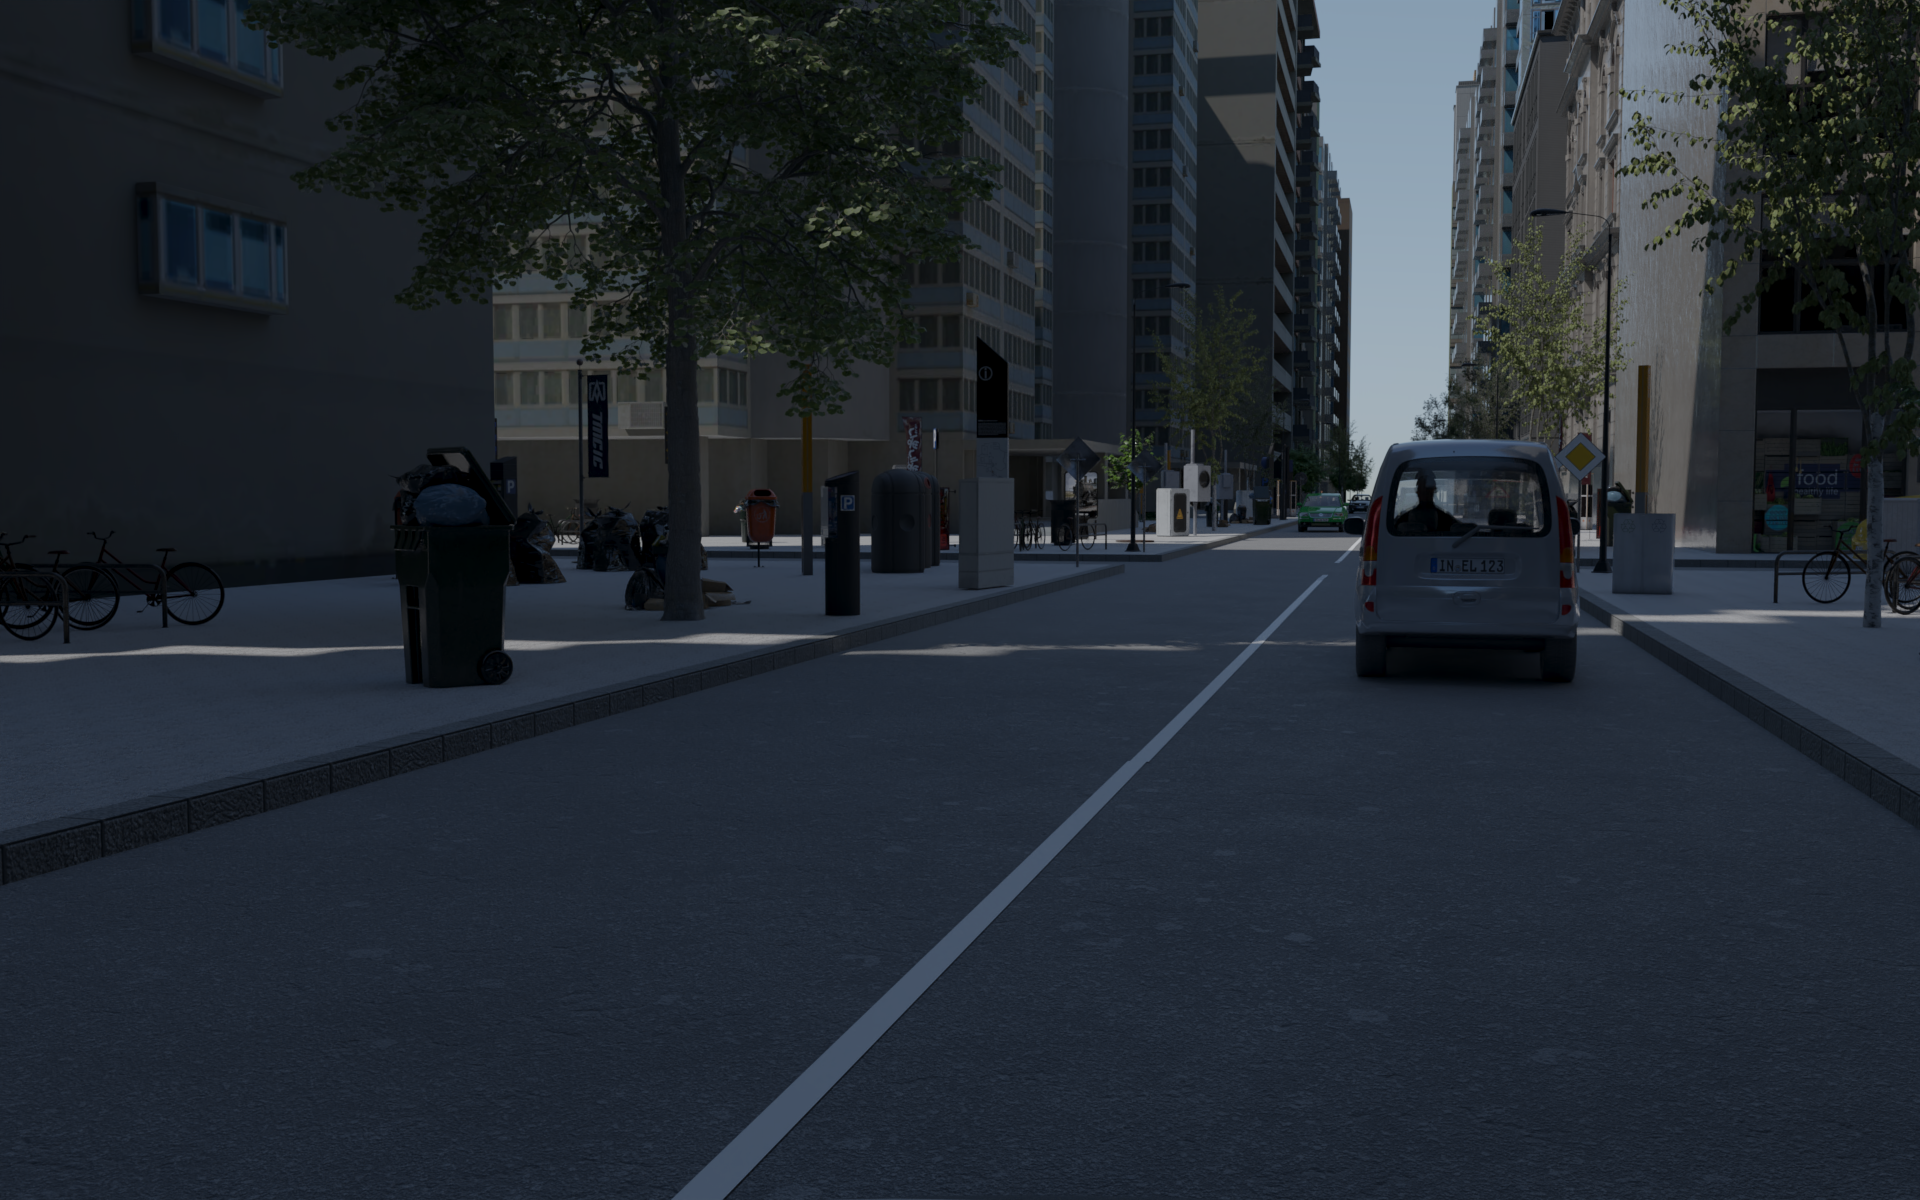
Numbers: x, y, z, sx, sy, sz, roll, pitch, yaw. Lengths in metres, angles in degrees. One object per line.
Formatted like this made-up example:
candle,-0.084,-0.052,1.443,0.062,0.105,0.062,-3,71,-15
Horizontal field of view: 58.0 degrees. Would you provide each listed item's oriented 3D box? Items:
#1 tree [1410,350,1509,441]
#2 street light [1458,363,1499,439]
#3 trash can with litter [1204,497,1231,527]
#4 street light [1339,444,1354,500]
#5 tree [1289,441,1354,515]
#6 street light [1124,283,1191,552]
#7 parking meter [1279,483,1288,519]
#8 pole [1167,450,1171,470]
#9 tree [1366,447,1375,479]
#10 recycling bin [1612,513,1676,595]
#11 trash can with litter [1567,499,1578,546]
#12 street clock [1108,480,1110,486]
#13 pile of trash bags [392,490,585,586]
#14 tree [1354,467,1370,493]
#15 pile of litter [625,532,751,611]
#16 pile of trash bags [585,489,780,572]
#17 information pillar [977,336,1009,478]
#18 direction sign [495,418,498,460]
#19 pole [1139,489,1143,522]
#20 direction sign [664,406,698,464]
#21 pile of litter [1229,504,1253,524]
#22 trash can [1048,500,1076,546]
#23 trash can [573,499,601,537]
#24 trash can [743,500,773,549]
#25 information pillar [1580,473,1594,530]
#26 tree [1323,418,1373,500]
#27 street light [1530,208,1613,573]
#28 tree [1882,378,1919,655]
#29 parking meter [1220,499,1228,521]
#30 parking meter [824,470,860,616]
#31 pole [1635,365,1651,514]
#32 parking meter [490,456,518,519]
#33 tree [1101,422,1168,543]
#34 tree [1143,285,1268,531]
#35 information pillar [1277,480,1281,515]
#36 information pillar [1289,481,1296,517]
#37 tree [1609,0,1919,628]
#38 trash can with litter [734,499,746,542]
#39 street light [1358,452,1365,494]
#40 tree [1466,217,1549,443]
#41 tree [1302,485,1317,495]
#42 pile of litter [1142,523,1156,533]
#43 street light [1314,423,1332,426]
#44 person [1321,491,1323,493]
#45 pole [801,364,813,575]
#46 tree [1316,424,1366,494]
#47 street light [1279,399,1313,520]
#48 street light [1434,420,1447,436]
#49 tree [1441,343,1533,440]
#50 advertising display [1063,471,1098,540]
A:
tree,33.485,-10.942,113.320,8.767,10.594,7.601,2,4,26
street light,18.443,-5.432,61.356,1.470,5.913,1.316,1,4,14
trash can with litter,9.986,-3.401,67.001,1.055,1.170,0.624,3,5,40
street light,35.441,-11.421,159.275,1.470,5.913,1.316,1,4,14
tree,20.957,-7.519,106.648,4.285,4.588,4.351,0,3,0
street light,4.379,-4.022,38.307,1.470,5.913,1.316,1,4,14
parking meter,16.642,-5.097,89.042,0.399,1.863,0.255,0,4,5
pole,9.734,-5.326,80.920,0.158,3.312,0.155,0,3,0
tree,61.197,-19.205,264.367,4.360,8.622,3.978,0,3,0
recycling bin,8.879,-0.607,22.481,0.722,1.027,0.722,2,4,24
trash can with litter,14.133,-1.815,41.069,0.624,1.170,1.055,-2,4,-31
street clock,6.707,-4.353,75.737,0.471,2.002,0.358,2,4,25
pile of trash bags,-7.326,-0.953,25.331,3.447,1.369,1.912,3,5,44
tree,38.442,-11.612,173.572,4.285,4.588,4.351,0,3,0
pile of litter,-3.097,-0.353,19.729,1.719,0.858,1.176,-3,4,-36
pile of trash bags,-4.813,-1.222,29.729,3.447,1.369,1.912,-1,4,-16
information pillar,0.468,-2.096,25.620,0.504,3.616,0.183,1,4,13
direction sign,-14.225,-3.646,51.614,0.876,3.537,0.379,-1,4,-15
pole,8.243,-5.189,78.676,0.158,3.312,0.155,0,3,0
direction sign,-7.215,-3.237,44.919,0.876,3.537,0.379,-1,4,-21
pile of litter,12.398,-3.747,75.228,1.719,0.858,1.176,0,4,-4
trash can,2.566,-1.929,43.190,0.748,1.137,0.748,0,3,0
trash can,-10.336,-2.222,47.991,0.748,1.137,0.748,0,3,0
trash can,-4.668,-1.751,40.289,0.748,1.137,0.748,0,3,0
information pillar,22.241,-3.484,61.459,0.304,2.012,0.304,-2,4,-29
tree,37.355,-13.316,168.075,4.737,8.622,4.395,0,3,0
street light,9.959,-3.405,28.209,1.470,5.913,1.316,1,4,14
tree,7.839,-1.123,12.960,1.663,3.219,1.824,0,3,0
parking meter,12.577,-4.531,82.492,0.372,1.533,0.369,0,3,0
parking meter,-1.245,-0.608,18.346,0.372,1.533,0.369,0,3,0
pole,10.834,-2.059,27.507,0.158,3.312,0.155,0,3,0
parking meter,-7.053,-1.289,26.793,0.255,1.863,0.399,2,4,25
tree,4.531,-3.150,46.109,1.663,3.219,1.824,0,3,0
tree,8.634,-6.713,60.120,4.737,8.622,4.395,0,3,0
information pillar,17.268,-5.435,93.350,0.304,2.012,0.304,0,4,-1
information pillar,18.329,-5.558,95.362,0.304,2.012,0.304,0,4,-3
tree,8.552,-4.040,16.421,4.737,8.622,4.395,0,3,0
trash can with litter,-5.529,-2.117,45.998,0.624,1.170,1.055,1,4,15
street light,43.945,-13.454,192.509,1.470,5.913,1.316,1,4,14
tree,15.808,-5.881,46.518,4.737,8.622,4.395,0,3,0
tree,25.171,-8.035,125.977,1.663,3.219,1.824,0,3,0
pile of litter,6.672,-2.716,58.364,1.176,0.858,1.719,2,4,27
street light,23.434,-8.569,112.637,1.470,5.913,1.316,1,4,14
person,39.778,-11.118,190.371,1.348,1.812,0.705,0,4,6
pole,-2.416,-2.046,27.295,0.158,3.312,0.155,0,3,0
tree,39.102,-14.040,179.914,4.360,8.622,3.978,0,3,0
street light,16.431,-6.882,85.064,1.470,5.913,1.316,1,4,14
street light,30.517,-8.296,108.174,1.470,5.913,1.316,1,4,14
tree,24.950,-8.036,81.758,4.360,8.622,3.978,0,3,0
advertising display,3.403,-2.663,48.760,0.974,1.923,0.123,0,4,-7
